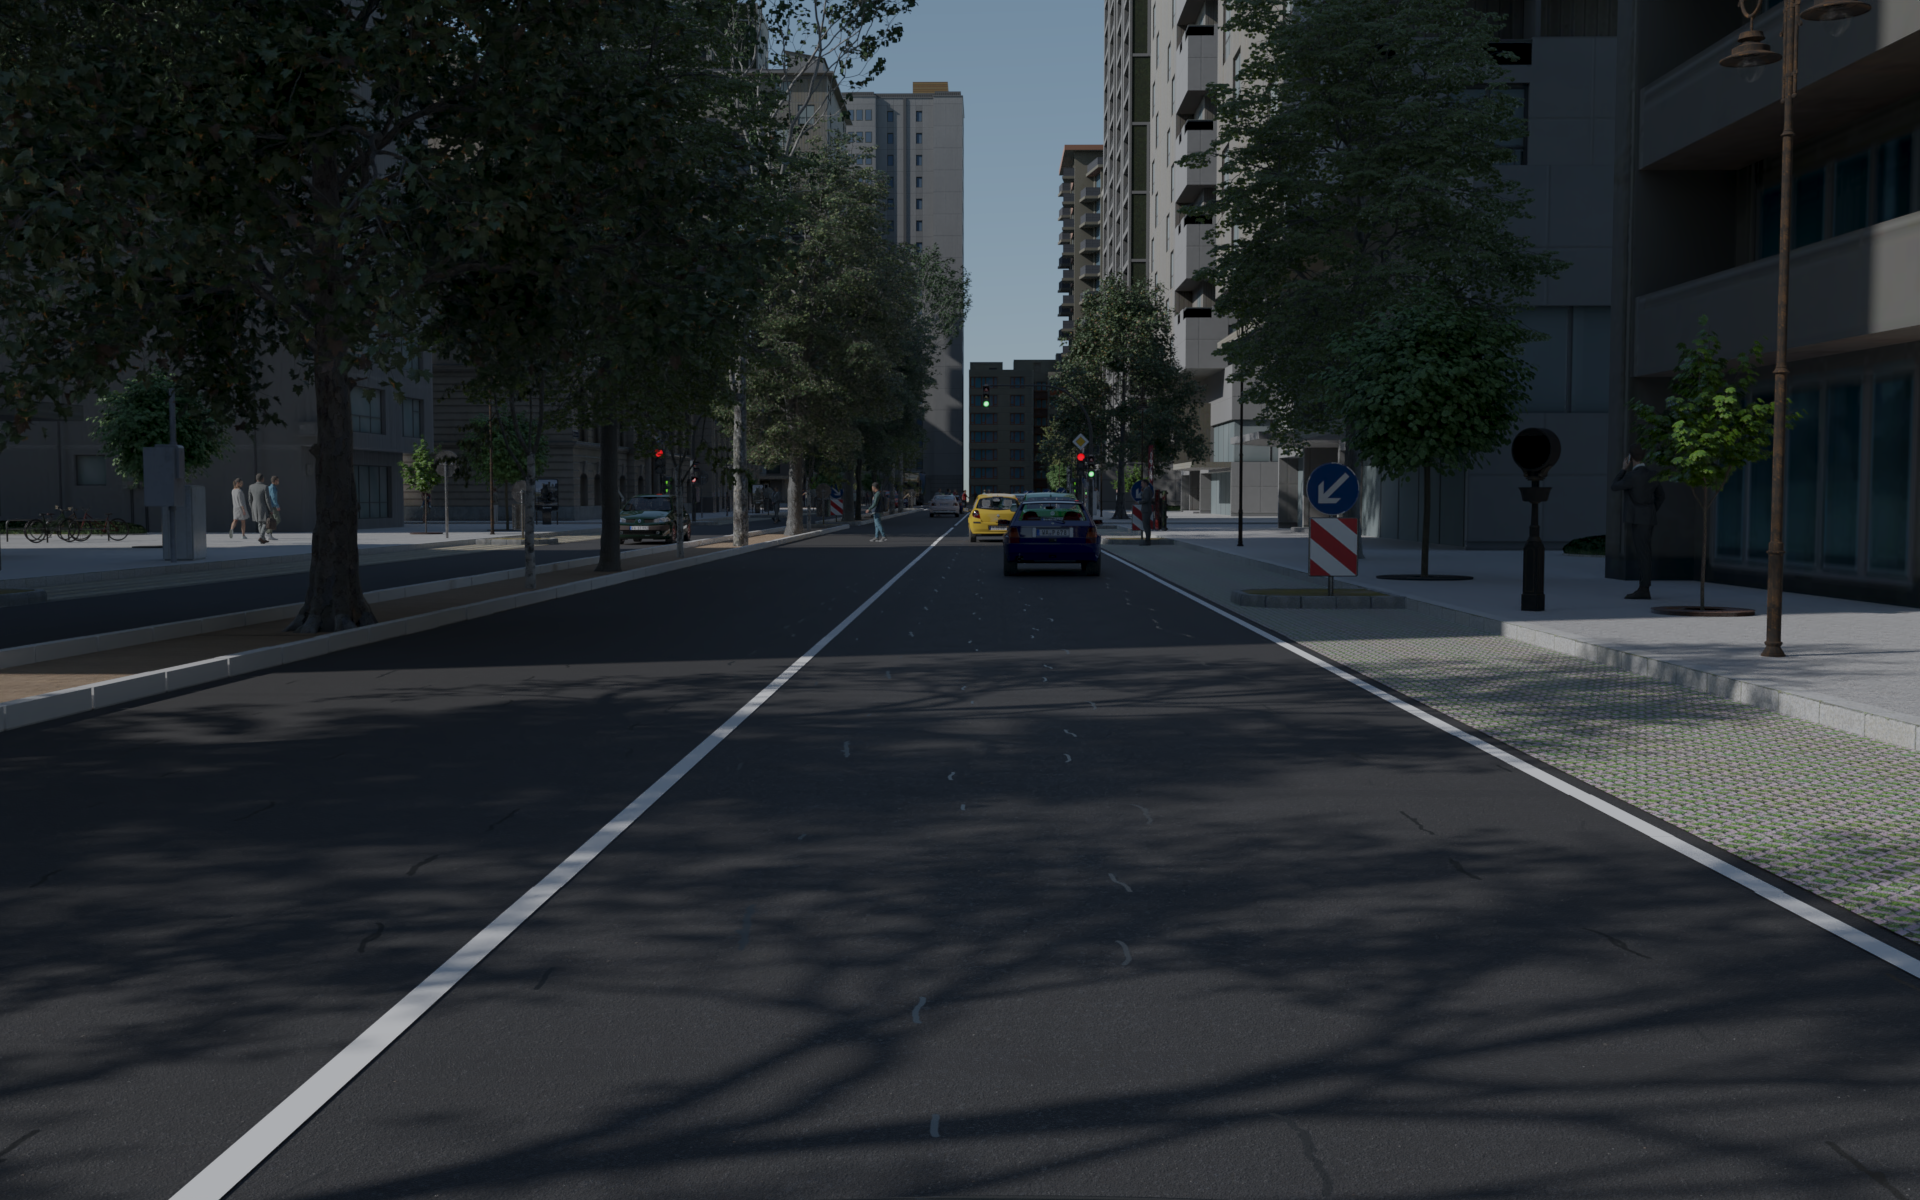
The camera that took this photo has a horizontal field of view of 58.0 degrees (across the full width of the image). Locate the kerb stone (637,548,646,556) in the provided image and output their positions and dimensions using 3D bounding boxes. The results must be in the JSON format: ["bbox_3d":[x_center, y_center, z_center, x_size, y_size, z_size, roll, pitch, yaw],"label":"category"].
[{"bbox_3d":[-7.419,-1.073,39.733,0.120,0.150,1.000,0,4,1],"label":"kerb stone"}]

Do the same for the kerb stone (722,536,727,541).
[{"bbox_3d":[-7.199,-1.825,52.040,0.120,0.150,1.000,0,4,1],"label":"kerb stone"}]

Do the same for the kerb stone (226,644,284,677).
[{"bbox_3d":[-5.769,0.498,14.055,0.120,0.150,1.000,0,4,1],"label":"kerb stone"}]

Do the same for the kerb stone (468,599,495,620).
[{"bbox_3d":[-5.653,0.122,20.202,0.120,0.150,1.000,0,4,1],"label":"kerb stone"}]

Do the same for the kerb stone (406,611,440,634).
[{"bbox_3d":[-5.693,0.247,18.151,0.120,0.150,1.000,0,4,1],"label":"kerb stone"}]

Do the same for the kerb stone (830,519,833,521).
[{"bbox_3d":[-6.586,-3.927,86.395,0.120,0.150,1.000,0,4,1],"label":"kerb stone"}]

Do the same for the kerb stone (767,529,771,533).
[{"bbox_3d":[-7.022,-2.454,62.321,0.120,0.150,1.000,0,4,1],"label":"kerb stone"}]

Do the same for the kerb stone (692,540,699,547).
[{"bbox_3d":[-7.284,-1.505,46.907,0.120,0.150,1.000,0,4,1],"label":"kerb stone"}]

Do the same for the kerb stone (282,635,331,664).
[{"bbox_3d":[-5.750,0.442,15.077,0.120,0.150,1.000,0,4,1],"label":"kerb stone"}]

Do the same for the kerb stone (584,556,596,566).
[{"bbox_3d":[-7.505,-0.759,34.604,0.120,0.150,1.000,0,4,1],"label":"kerb stone"}]

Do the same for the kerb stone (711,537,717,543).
[{"bbox_3d":[-7.238,-1.699,49.975,0.120,0.150,1.000,0,4,1],"label":"kerb stone"}]

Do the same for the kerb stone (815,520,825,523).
[{"bbox_3d":[-6.666,-3.676,82.294,0.120,0.150,1.000,0,4,1],"label":"kerb stone"}]

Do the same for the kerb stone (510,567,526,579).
[{"bbox_3d":[-7.597,-0.442,29.468,0.120,0.150,1.000,0,4,1],"label":"kerb stone"}]

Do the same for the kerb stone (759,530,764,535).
[{"bbox_3d":[-7.048,-2.327,60.248,0.120,0.150,1.000,0,4,1],"label":"kerb stone"}]

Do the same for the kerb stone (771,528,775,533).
[{"bbox_3d":[-6.993,-2.517,63.345,0.120,0.150,1.000,0,4,1],"label":"kerb stone"}]

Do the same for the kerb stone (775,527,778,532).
[{"bbox_3d":[-6.971,-2.578,64.367,0.120,0.150,1.000,0,4,1],"label":"kerb stone"}]

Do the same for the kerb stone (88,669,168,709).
[{"bbox_3d":[-5.807,0.623,12.011,0.120,0.150,1.000,0,4,1],"label":"kerb stone"}]

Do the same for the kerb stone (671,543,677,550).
[{"bbox_3d":[-7.343,-1.322,43.836,0.120,0.150,1.000,0,4,1],"label":"kerb stone"}]

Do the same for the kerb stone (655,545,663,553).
[{"bbox_3d":[-7.377,-1.199,41.792,0.120,0.150,1.000,0,4,1],"label":"kerb stone"}]

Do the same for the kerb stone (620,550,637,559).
[{"bbox_3d":[-7.430,-1.010,38.702,0.120,0.150,1.000,0,4,1],"label":"kerb stone"}]

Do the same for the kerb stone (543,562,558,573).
[{"bbox_3d":[-7.555,-0.568,31.528,0.120,0.150,1.000,0,4,1],"label":"kerb stone"}]

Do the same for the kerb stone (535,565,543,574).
[{"bbox_3d":[-7.575,-0.508,30.497,0.120,0.150,1.000,0,4,1],"label":"kerb stone"}]

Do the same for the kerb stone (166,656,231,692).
[{"bbox_3d":[-5.789,0.563,13.033,0.120,0.150,1.000,0,4,1],"label":"kerb stone"}]

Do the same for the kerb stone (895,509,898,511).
[{"bbox_3d":[-5.411,-8.002,153.026,0.120,0.150,1.000,0,4,1],"label":"kerb stone"}]

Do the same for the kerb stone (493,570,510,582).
[{"bbox_3d":[-7.625,-0.380,28.447,0.120,0.150,1.000,0,4,1],"label":"kerb stone"}]

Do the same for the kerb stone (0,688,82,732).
[{"bbox_3d":[-5.826,0.686,10.987,0.120,0.150,1.000,0,4,1],"label":"kerb stone"}]

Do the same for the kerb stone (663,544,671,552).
[{"bbox_3d":[-7.368,-1.261,42.814,0.120,0.150,1.000,0,4,1],"label":"kerb stone"}]

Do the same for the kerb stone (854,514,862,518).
[{"bbox_3d":[-6.244,-5.117,105.862,0.120,0.150,1.000,0,4,1],"label":"kerb stone"}]

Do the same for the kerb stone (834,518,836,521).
[{"bbox_3d":[-6.547,-4.052,88.442,0.120,0.150,1.000,0,4,1],"label":"kerb stone"}]

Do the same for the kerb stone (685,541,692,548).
[{"bbox_3d":[-7.303,-1.449,45.882,0.120,0.150,1.000,0,4,1],"label":"kerb stone"}]

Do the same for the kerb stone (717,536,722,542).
[{"bbox_3d":[-7.209,-1.762,51.009,0.120,0.150,1.000,0,4,1],"label":"kerb stone"}]

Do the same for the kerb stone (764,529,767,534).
[{"bbox_3d":[-7.028,-2.387,61.292,0.120,0.150,1.000,0,4,1],"label":"kerb stone"}]

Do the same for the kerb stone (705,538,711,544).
[{"bbox_3d":[-7.250,-1.635,48.953,0.120,0.150,1.000,0,4,1],"label":"kerb stone"}]

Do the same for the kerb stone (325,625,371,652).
[{"bbox_3d":[-5.738,0.373,16.105,0.120,0.150,1.000,0,4,1],"label":"kerb stone"}]

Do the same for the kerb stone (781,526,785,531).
[{"bbox_3d":[-6.944,-2.705,66.416,0.120,0.150,1.000,0,4,1],"label":"kerb stone"}]

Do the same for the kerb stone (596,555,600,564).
[{"bbox_3d":[-7.486,-0.815,35.627,0.120,0.150,1.000,0,4,1],"label":"kerb stone"}]

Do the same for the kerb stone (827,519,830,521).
[{"bbox_3d":[-6.614,-3.864,85.364,0.120,0.150,1.000,0,4,1],"label":"kerb stone"}]

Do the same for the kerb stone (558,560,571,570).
[{"bbox_3d":[-7.543,-0.634,32.557,0.120,0.150,1.000,0,4,1],"label":"kerb stone"}]

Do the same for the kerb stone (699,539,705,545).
[{"bbox_3d":[-7.277,-1.574,47.928,0.120,0.150,1.000,0,4,1],"label":"kerb stone"}]

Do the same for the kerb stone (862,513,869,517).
[{"bbox_3d":[-6.141,-5.494,112.019,0.120,0.150,1.000,0,4,1],"label":"kerb stone"}]

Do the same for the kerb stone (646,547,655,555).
[{"bbox_3d":[-7.404,-1.131,40.761,0.120,0.150,1.000,0,4,1],"label":"kerb stone"}]

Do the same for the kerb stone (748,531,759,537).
[{"bbox_3d":[-7.070,-2.265,59.226,0.120,0.150,1.000,0,4,1],"label":"kerb stone"}]

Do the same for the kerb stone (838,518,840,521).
[{"bbox_3d":[-6.521,-4.177,90.486,0.120,0.150,1.000,0,4,1],"label":"kerb stone"}]

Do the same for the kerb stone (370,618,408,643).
[{"bbox_3d":[-5.716,0.310,17.129,0.120,0.150,1.000,0,4,1],"label":"kerb stone"}]

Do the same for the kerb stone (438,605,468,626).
[{"bbox_3d":[-5.684,0.184,19.180,0.120,0.150,1.000,0,4,1],"label":"kerb stone"}]

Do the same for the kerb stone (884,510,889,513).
[{"bbox_3d":[-5.707,-6.999,136.630,0.120,0.150,1.000,0,4,1],"label":"kerb stone"}]

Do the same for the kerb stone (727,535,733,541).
[{"bbox_3d":[-7.181,-1.888,53.061,0.120,0.150,1.000,0,4,1],"label":"kerb stone"}]

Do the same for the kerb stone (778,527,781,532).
[{"bbox_3d":[-6.965,-2.637,65.391,0.120,0.150,1.000,0,4,1],"label":"kerb stone"}]

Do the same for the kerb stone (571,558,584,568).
[{"bbox_3d":[-7.520,-0.696,33.583,0.120,0.150,1.000,0,4,1],"label":"kerb stone"}]

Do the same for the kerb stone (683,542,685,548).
[{"bbox_3d":[-7.325,-1.386,44.860,0.120,0.150,1.000,0,4,1],"label":"kerb stone"}]
